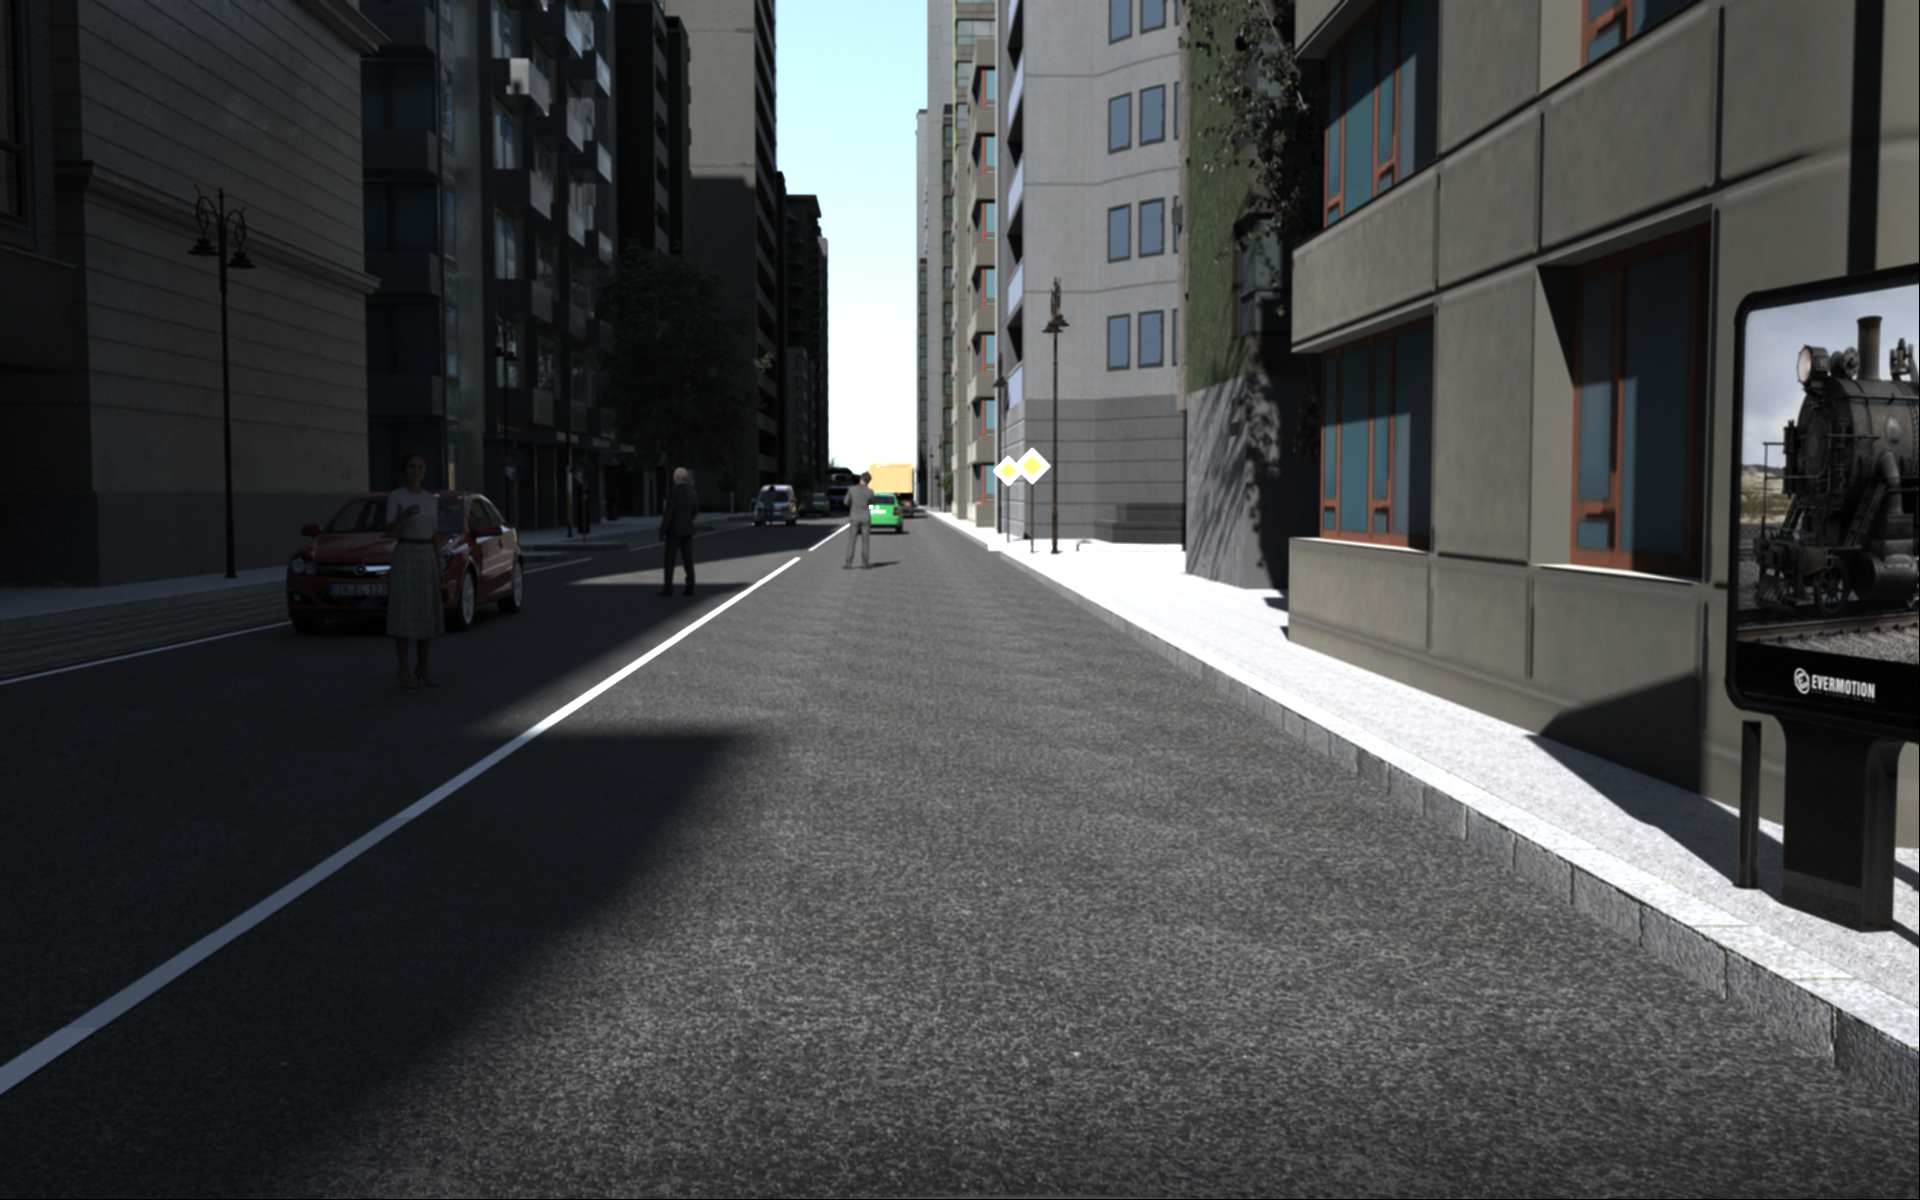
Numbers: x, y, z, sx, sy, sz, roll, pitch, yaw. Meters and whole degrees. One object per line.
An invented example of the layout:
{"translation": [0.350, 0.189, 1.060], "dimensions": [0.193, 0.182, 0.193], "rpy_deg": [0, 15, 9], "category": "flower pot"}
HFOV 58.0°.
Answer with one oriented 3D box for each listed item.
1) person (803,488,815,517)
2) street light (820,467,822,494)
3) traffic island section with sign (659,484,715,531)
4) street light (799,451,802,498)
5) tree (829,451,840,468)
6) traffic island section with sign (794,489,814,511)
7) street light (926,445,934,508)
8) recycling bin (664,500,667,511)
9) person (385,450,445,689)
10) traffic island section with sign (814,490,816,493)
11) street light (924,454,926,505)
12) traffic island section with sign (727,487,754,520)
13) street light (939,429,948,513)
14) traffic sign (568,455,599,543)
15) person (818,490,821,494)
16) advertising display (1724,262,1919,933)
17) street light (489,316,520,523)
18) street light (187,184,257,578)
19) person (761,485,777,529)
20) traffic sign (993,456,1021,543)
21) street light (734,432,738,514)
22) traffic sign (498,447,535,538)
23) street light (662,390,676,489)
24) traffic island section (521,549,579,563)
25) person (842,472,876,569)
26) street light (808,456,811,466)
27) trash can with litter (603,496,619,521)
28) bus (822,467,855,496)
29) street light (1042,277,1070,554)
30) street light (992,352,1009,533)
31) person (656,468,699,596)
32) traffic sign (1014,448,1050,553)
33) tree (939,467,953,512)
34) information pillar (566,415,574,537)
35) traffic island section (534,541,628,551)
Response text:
{"translation": [-9.263, -5.975, 106.291], "dimensions": [0.767, 1.812, 0.694], "rpy_deg": [3, 4, 36], "category": "person"}
{"translation": [-18.972, -16.139, 236.652], "dimensions": [0.468, 5.910, 1.993], "rpy_deg": [0, 4, -2], "category": "street light"}
{"translation": [-10.650, -3.615, 67.732], "dimensions": [1.989, 1.847, 2.006], "rpy_deg": [0, 4, -2], "category": "traffic island section with sign"}
{"translation": [-17.168, -13.076, 186.571], "dimensions": [0.468, 5.910, 1.993], "rpy_deg": [0, 4, -2], "category": "street light"}
{"translation": [-20.809, -20.144, 279.718], "dimensions": [4.360, 8.622, 3.978], "rpy_deg": [0, 3, 0], "category": "tree"}
{"translation": [-13.517, -8.347, 145.093], "dimensions": [1.989, 1.847, 2.006], "rpy_deg": [0, 4, -2], "category": "traffic island section with sign"}
{"translation": [-2.713, -11.708, 164.218], "dimensions": [0.468, 5.910, 1.993], "rpy_deg": [0, 4, -2], "category": "street light"}
{"translation": [-13.158, -4.109, 79.744], "dimensions": [0.722, 1.027, 0.722], "rpy_deg": [2, 4, 29], "category": "recycling bin"}
{"translation": [-3.999, -0.229, 12.814], "dimensions": [0.524, 1.755, 0.480], "rpy_deg": [3, 4, 37], "category": "person"}
{"translation": [-14.521, -9.994, 172.030], "dimensions": [1.989, 1.847, 2.006], "rpy_deg": [0, 4, -2], "category": "traffic island section with sign"}
{"translation": [-3.884, -13.689, 196.603], "dimensions": [0.468, 5.910, 1.993], "rpy_deg": [0, 4, -2], "category": "street light"}
{"translation": [-11.649, -5.262, 94.669], "dimensions": [1.989, 1.847, 2.006], "rpy_deg": [0, 4, -2], "category": "traffic island section with sign"}
{"translation": [-1.043, -9.013, 120.154], "dimensions": [0.468, 5.910, 1.993], "rpy_deg": [0, 4, -2], "category": "street light"}
{"translation": [-9.776, -2.532, 45.041], "dimensions": [0.795, 2.450, 0.064], "rpy_deg": [0, 4, -2], "category": "traffic sign"}
{"translation": [-15.036, -10.800, 185.085], "dimensions": [0.705, 1.823, 1.348], "rpy_deg": [0, 4, 3], "category": "person"}
{"translation": [2.650, 0.002, 5.186], "dimensions": [0.123, 1.923, 0.974], "rpy_deg": [-1, 4, -11], "category": "advertising display"}
{"translation": [-11.831, -4.425, 45.135], "dimensions": [0.468, 5.910, 1.993], "rpy_deg": [0, 4, -2], "category": "street light"}
{"translation": [-11.137, -3.272, 26.280], "dimensions": [0.468, 5.910, 1.993], "rpy_deg": [0, 4, -2], "category": "street light"}
{"translation": [-7.931, -3.849, 71.701], "dimensions": [0.793, 1.790, 0.793], "rpy_deg": [-2, 4, -24], "category": "person"}
{"translation": [1.262, -2.556, 45.429], "dimensions": [0.795, 2.450, 0.064], "rpy_deg": [0, 4, -2], "category": "traffic sign"}
{"translation": [-14.271, -8.409, 110.279], "dimensions": [0.468, 5.910, 1.993], "rpy_deg": [0, 4, -2], "category": "street light"}
{"translation": [-9.479, -2.044, 37.061], "dimensions": [0.795, 2.450, 0.064], "rpy_deg": [0, 4, -2], "category": "traffic sign"}
{"translation": [-12.998, -6.399, 77.414], "dimensions": [0.468, 5.910, 1.993], "rpy_deg": [0, 4, -2], "category": "street light"}
{"translation": [-9.502, -0.908, 37.122], "dimensions": [2.009, 0.180, 2.903], "rpy_deg": [0, 4, -2], "category": "traffic island section"}
{"translation": [-1.941, -1.520, 33.154], "dimensions": [0.655, 1.846, 0.447], "rpy_deg": [0, 4, -3], "category": "person"}
{"translation": [-17.737, -14.191, 204.805], "dimensions": [0.468, 5.910, 1.993], "rpy_deg": [0, 4, -2], "category": "street light"}
{"translation": [-16.707, -4.381, 83.013], "dimensions": [0.624, 1.170, 1.055], "rpy_deg": [0, 4, 2], "category": "trash can with litter"}
{"translation": [-10.958, -10.212, 158.511], "dimensions": [2.896, 3.916, 12.252], "rpy_deg": [0, 4, -2], "category": "bus"}
{"translation": [2.039, -3.931, 37.066], "dimensions": [0.468, 5.910, 1.993], "rpy_deg": [0, 4, -2], "category": "street light"}
{"translation": [1.299, -5.106, 56.272], "dimensions": [0.468, 5.910, 1.993], "rpy_deg": [0, 4, -2], "category": "street light"}
{"translation": [-4.019, -0.967, 24.490], "dimensions": [0.590, 1.801, 0.661], "rpy_deg": [3, 4, 38], "category": "person"}
{"translation": [1.558, -2.068, 37.449], "dimensions": [0.795, 2.450, 0.064], "rpy_deg": [0, 4, -2], "category": "traffic sign"}
{"translation": [-0.598, -7.913, 123.975], "dimensions": [1.663, 3.219, 1.824], "rpy_deg": [0, 3, 0], "category": "tree"}
{"translation": [-11.561, -3.660, 51.193], "dimensions": [0.183, 3.616, 0.504], "rpy_deg": [0, 4, -7], "category": "information pillar"}
{"translation": [-9.799, -1.396, 45.101], "dimensions": [2.009, 0.180, 2.903], "rpy_deg": [0, 4, -2], "category": "traffic island section"}
